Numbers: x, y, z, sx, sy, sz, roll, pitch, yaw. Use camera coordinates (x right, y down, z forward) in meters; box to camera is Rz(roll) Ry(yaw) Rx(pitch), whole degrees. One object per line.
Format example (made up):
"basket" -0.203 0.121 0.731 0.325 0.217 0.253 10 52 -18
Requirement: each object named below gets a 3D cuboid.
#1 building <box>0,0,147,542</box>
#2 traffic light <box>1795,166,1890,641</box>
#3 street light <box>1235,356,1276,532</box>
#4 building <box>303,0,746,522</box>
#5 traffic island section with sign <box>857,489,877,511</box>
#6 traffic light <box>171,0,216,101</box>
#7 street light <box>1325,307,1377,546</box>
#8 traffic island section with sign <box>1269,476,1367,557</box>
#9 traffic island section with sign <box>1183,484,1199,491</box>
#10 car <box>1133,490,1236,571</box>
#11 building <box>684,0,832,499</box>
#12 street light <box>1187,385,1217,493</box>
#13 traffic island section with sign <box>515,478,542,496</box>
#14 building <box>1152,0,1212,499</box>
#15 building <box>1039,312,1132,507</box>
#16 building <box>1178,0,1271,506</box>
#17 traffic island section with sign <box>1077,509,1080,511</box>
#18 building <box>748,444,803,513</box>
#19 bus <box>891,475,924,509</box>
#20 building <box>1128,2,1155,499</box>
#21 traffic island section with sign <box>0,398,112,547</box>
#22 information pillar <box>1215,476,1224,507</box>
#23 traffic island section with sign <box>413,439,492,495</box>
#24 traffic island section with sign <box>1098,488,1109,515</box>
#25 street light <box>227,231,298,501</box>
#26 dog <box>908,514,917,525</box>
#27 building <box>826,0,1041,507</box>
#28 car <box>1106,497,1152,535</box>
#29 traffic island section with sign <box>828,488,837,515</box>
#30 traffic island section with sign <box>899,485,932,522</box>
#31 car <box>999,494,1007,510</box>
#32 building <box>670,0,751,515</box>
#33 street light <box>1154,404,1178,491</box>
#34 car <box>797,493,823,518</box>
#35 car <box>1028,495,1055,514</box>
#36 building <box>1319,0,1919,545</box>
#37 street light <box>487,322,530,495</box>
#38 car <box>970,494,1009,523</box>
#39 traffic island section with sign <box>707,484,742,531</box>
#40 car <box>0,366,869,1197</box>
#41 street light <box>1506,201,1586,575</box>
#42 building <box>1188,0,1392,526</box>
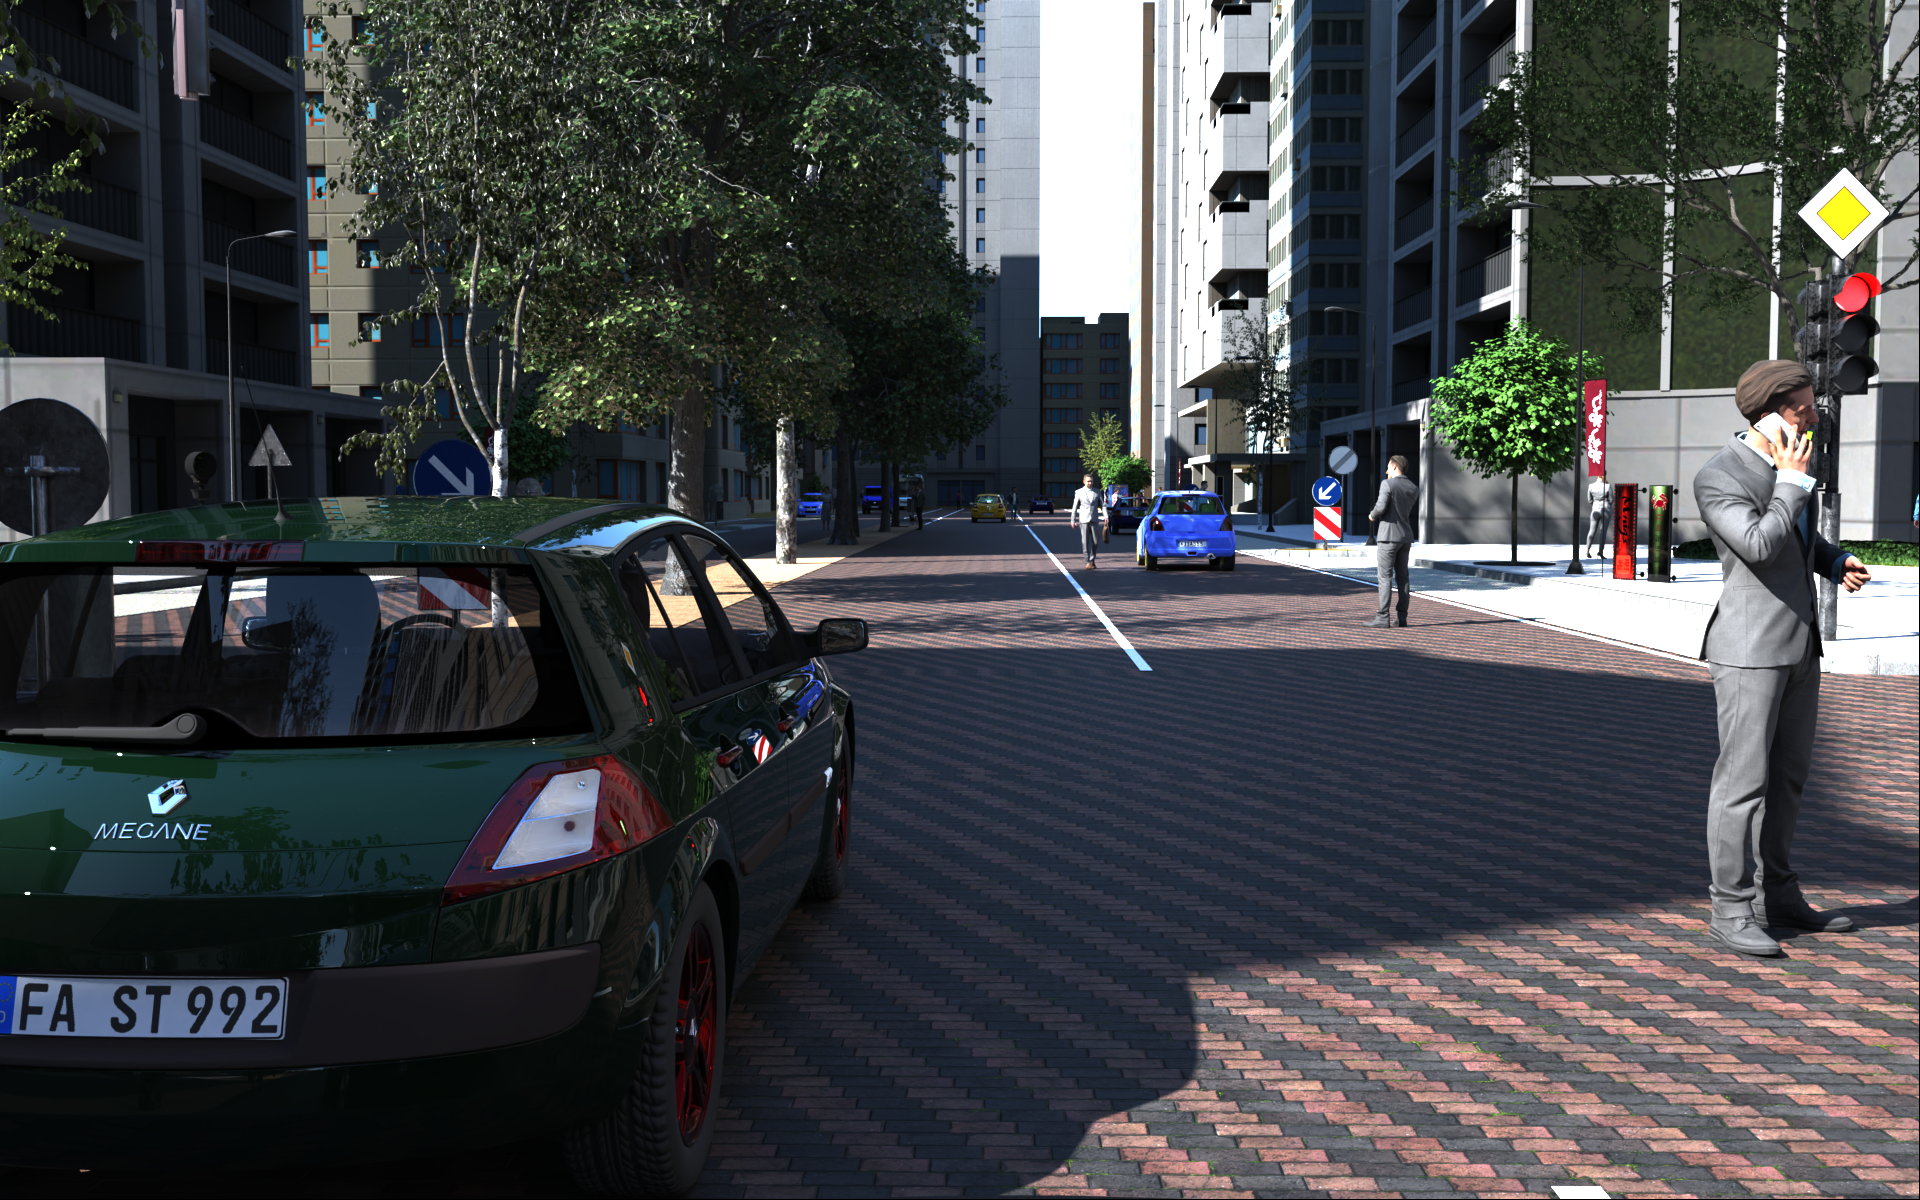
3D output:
"building" -25.263 -36.776 39.544 20.563 71.187 20.611 0 4 1
"traffic light" 7.570 -1.598 15.042 0.839 4.253 0.868 0 4 1
"street light" 9.965 -5.255 58.456 1.470 5.913 1.316 0 4 1
"building" -25.095 -13.989 73.758 27.650 21.520 28.899 0 4 1
"traffic island section with sign" -7.923 -8.301 144.355 1.989 1.847 2.006 0 4 1
"traffic light" -9.093 -2.494 15.445 4.771 5.953 1.251 0 4 1
"street light" 9.748 -4.317 43.132 1.470 5.913 1.316 0 4 1
"traffic island section with sign" 8.189 -1.909 39.835 1.989 1.847 2.006 0 4 1
"traffic island section with sign" 8.820 -3.598 67.454 1.989 1.847 2.006 0 4 1
"car" 4.354 -1.474 33.694 1.945 1.707 3.694 0 4 2
"building" -22.982 -32.419 153.749 21.600 48.544 21.300 0 4 1
"street light" 10.360 -6.192 73.776 1.470 5.913 1.316 0 4 1
"traffic island section with sign" -10.319 -1.985 41.077 1.989 1.847 2.006 0 4 1
"building" 25.662 -36.249 134.672 21.231 58.520 28.212 0 4 1
"building" 23.211 -21.044 189.109 28.899 21.520 27.650 0 4 1
"building" 28.267 -31.634 106.459 28.713 52.752 27.495 0 4 1
"traffic island section with sign" 10.596 -8.277 143.957 1.989 1.847 2.006 0 4 1
"building" -27.227 -17.402 129.558 27.650 21.520 28.899 0 4 1
"bus" -4.635 -9.987 158.149 2.948 3.499 13.247 0 4 0
"building" 22.724 -30.961 156.315 14.600 45.320 14.200 0 4 1
"traffic island section with sign" -4.390 0.028 7.683 2.006 1.907 1.989 0 4 1
"information pillar" 10.466 -4.002 69.923 0.304 2.012 0.304 0 4 -3
"traffic island section with sign" -4.210 -0.425 15.088 2.006 1.907 1.989 0 4 1
"traffic island section with sign" 9.959 -6.629 117.010 1.989 1.847 2.006 0 4 1
"street light" -12.372 -3.557 30.705 1.470 5.913 1.316 0 4 1
"dog" -2.142 -3.659 79.109 0.540 0.507 0.406 1 4 15
"building" -5.684 -39.350 185.377 28.212 58.520 21.231 0 4 1
"car" 6.238 -3.043 62.326 1.945 1.354 3.894 0 4 2
"traffic island section with sign" -8.551 -6.648 117.318 1.989 1.847 2.006 0 4 1
"traffic island section with sign" -2.483 -5.020 90.207 2.006 1.907 1.989 0 4 1
"car" 3.243 -8.596 152.541 2.014 1.417 4.499 0 4 3
"building" -29.593 -25.123 102.638 32.217 40.220 23.993 0 4 1
"street light" 10.745 -7.176 89.870 1.470 5.913 1.316 0 4 1
"car" -8.962 -5.887 105.843 1.945 1.707 3.694 0 4 1
"car" 5.805 -6.788 123.568 1.945 1.354 3.894 0 4 2
"building" 22.190 -37.189 46.293 20.563 71.187 20.611 0 4 1
"street light" -11.972 -4.494 46.026 1.470 5.913 1.316 0 4 1
"car" 1.476 -4.757 88.008 2.015 1.641 3.980 0 4 3
"traffic island section with sign" -9.681 -3.664 68.530 1.989 1.847 2.006 0 4 1
"car" -1.313 0.295 4.966 2.009 1.686 4.222 0 4 3
"street light" 9.337 -3.369 27.629 1.470 5.913 1.316 0 4 1
"building" 27.095 -23.578 77.378 32.217 40.220 23.993 0 4 1
